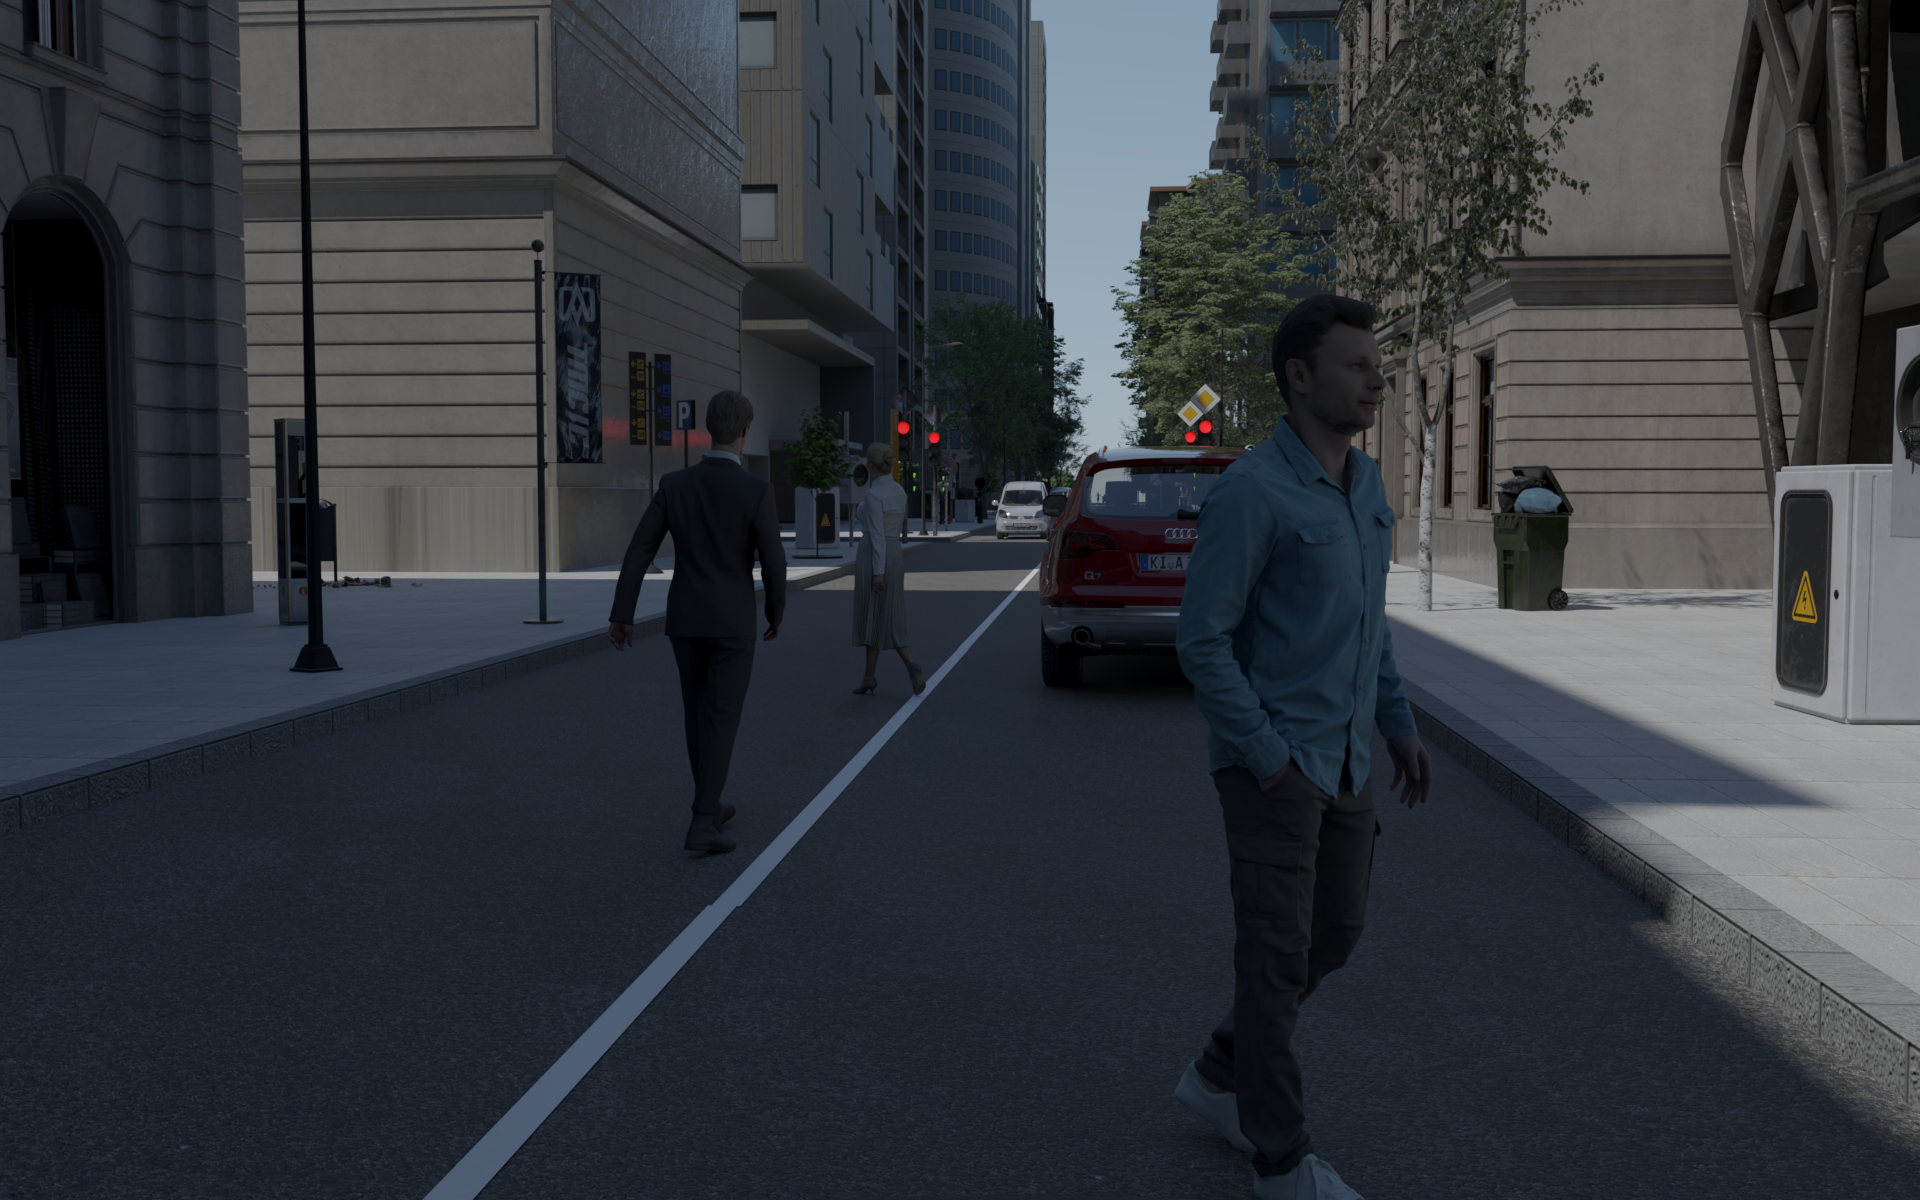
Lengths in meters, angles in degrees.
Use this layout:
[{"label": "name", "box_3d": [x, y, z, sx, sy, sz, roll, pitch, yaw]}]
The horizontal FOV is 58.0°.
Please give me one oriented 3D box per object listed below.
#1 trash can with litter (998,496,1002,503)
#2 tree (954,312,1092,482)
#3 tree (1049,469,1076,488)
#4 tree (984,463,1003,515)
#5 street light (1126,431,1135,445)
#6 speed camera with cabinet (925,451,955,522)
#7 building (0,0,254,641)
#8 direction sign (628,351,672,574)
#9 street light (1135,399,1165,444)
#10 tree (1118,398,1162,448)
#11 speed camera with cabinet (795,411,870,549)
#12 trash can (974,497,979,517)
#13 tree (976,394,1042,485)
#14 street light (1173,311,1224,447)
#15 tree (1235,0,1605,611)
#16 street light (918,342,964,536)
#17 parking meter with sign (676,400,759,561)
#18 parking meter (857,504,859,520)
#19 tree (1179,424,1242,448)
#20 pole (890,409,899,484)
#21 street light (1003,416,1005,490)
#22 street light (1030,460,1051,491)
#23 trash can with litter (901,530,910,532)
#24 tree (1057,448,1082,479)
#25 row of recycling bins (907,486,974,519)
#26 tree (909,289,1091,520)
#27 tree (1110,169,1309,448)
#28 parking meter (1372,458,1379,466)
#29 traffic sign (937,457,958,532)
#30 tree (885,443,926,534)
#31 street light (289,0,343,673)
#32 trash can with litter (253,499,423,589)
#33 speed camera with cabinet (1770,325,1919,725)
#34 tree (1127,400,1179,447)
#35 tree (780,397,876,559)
[{"label": "trash can with litter", "box_3d": [3.380, -7.130, 127.955, 1.055, 1.170, 0.624, -1, 4, -14]}, {"label": "tree", "box_3d": [4.087, -13.108, 120.978, 9.857, 13.997, 8.962, 0, 3, 0]}, {"label": "tree", "box_3d": [14.938, -15.861, 243.039, 4.285, 4.588, 4.351, 0, 3, 0]}, {"label": "tree", "box_3d": [1.872, -6.930, 107.899, 1.663, 3.219, 1.824, 0, 3, 0]}, {"label": "street light", "box_3d": [13.139, -9.448, 127.018, 1.470, 5.913, 1.316, 0, 4, 5]}, {"label": "speed camera with cabinet", "box_3d": [-0.970, -5.213, 79.569, 0.660, 3.252, 2.038, -2, 4, -30]}, {"label": "building", "box_3d": [-14.488, -10.114, 7.164, 13.314, 21.916, 24.055, 0, 4, 5]}, {"label": "direction sign", "box_3d": [-4.975, -2.193, 27.860, 0.379, 3.537, 0.876, 3, 4, 39]}, {"label": "street light", "box_3d": [9.440, -6.852, 84.577, 1.470, 5.913, 1.316, 0, 4, 5]}, {"label": "tree", "box_3d": [14.189, -11.127, 132.290, 4.737, 8.622, 4.395, 0, 3, 0]}, {"label": "speed camera with cabinet", "box_3d": [-2.998, -2.849, 40.909, 0.660, 3.252, 2.038, 3, 4, 38]}, {"label": "trash can", "box_3d": [0.728, -5.162, 96.046, 0.748, 1.137, 0.748, 0, 3, 0]}, {"label": "tree", "box_3d": [3.257, -9.934, 112.785, 4.737, 8.622, 4.395, 0, 3, 0]}, {"label": "street light", "box_3d": [6.122, -4.381, 44.169, 1.470, 5.913, 1.316, 0, 4, 5]}, {"label": "tree", "box_3d": [5.104, -4.197, 18.981, 4.360, 8.622, 3.978, 0, 3, 0]}, {"label": "street light", "box_3d": [-0.581, -4.935, 53.229, 1.470, 5.913, 1.316, 0, 4, 5]}, {"label": "parking meter with sign", "box_3d": [-4.453, -2.231, 32.745, 1.738, 3.016, 0.543, -3, 5, -40]}, {"label": "parking meter", "box_3d": [-4.897, -4.698, 85.229, 0.372, 1.533, 0.369, 0, 3, 0]}, {"label": "tree", "box_3d": [10.085, -5.369, 71.492, 4.285, 4.588, 4.351, 0, 3, 0]}, {"label": "pole", "box_3d": [-1.575, -2.931, 41.763, 0.158, 3.312, 0.155, 0, 3, 0]}, {"label": "street light", "box_3d": [2.989, -7.537, 95.778, 1.470, 5.913, 1.316, 0, 4, 5]}, {"label": "street light", "box_3d": [5.816, -9.583, 129.221, 1.470, 5.913, 1.316, 0, 4, 5]}, {"label": "trash can with litter", "box_3d": [-2.519, -2.948, 59.258, 1.678, 1.210, 2.233, 1, 4, 21]}, {"label": "tree", "box_3d": [17.303, -21.539, 286.574, 8.767, 10.594, 7.601, -1, 4, -19]}, {"label": "row of recycling bins", "box_3d": [-1.033, -5.152, 91.354, 3.534, 1.692, 1.069, 0, 4, -6]}, {"label": "tree", "box_3d": [1.214, -9.894, 87.518, 9.928, 11.665, 9.643, 0, 3, 0]}, {"label": "tree", "box_3d": [8.783, -8.764, 61.418, 7.486, 12.596, 7.792, 0, 3, 0]}, {"label": "parking meter", "box_3d": [6.568, -1.364, 28.017, 0.255, 1.863, 0.399, 3, 4, 39]}, {"label": "traffic sign", "box_3d": [-0.466, -3.614, 59.203, 0.768, 2.556, 0.104, 1, 4, 10]}, {"label": "tree", "box_3d": [-2.167, -3.774, 56.303, 1.663, 3.219, 1.824, 0, 3, 0]}, {"label": "street light", "box_3d": [-4.137, -2.435, 12.348, 1.470, 5.913, 1.316, 0, 4, 5]}, {"label": "trash can with litter", "box_3d": [-8.612, -0.795, 24.048, 2.233, 1.210, 1.678, 1, 4, 12]}, {"label": "speed camera with cabinet", "box_3d": [5.173, -0.925, 9.453, 0.660, 3.252, 2.038, 0, 4, 2]}, {"label": "tree", "box_3d": [13.726, -10.319, 119.070, 4.360, 8.622, 3.978, 0, 3, 0]}, {"label": "tree", "box_3d": [-2.732, -2.447, 34.613, 1.663, 3.219, 1.824, 0, 3, 0]}]
